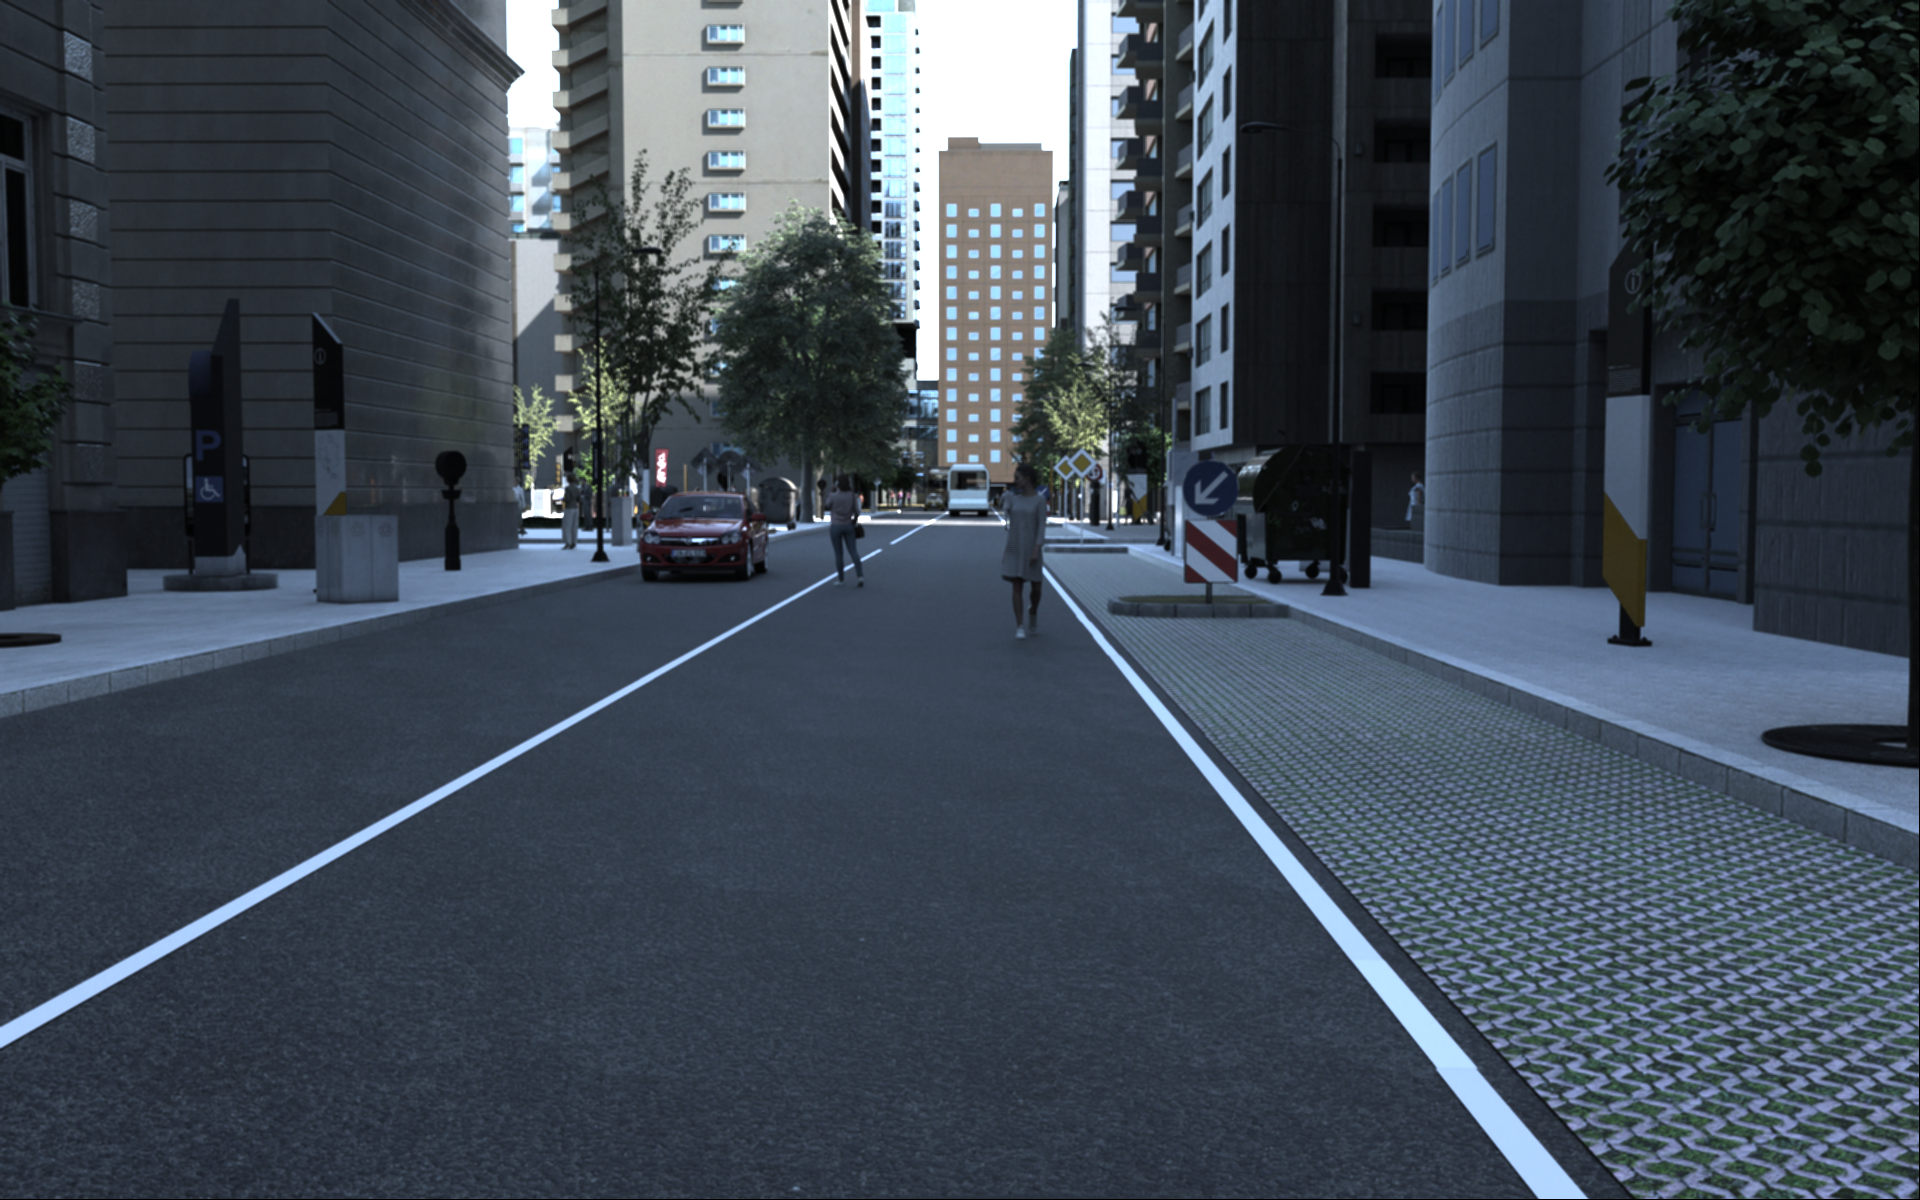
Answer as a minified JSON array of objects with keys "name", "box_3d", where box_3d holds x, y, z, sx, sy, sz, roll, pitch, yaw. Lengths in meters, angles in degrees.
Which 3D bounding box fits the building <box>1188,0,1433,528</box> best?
[{"name":"building","box_3d":[15.569,-17.529,58.299,14.107,30.474,14.160,0,4,1]}]

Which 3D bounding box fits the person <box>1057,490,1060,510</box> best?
[{"name":"person","box_3d":[8.116,-8.184,140.580,0.721,1.736,1.217,-1,4,-23]}]

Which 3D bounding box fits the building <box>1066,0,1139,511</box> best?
[{"name":"building","box_3d":[19.903,-36.589,140.223,21.231,58.520,28.212,0,4,1]}]

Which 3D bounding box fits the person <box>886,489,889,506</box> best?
[{"name":"person","box_3d":[-7.604,-10.750,181.943,0.705,1.807,1.348,0,4,6]}]

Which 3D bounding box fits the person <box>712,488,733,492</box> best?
[{"name":"person","box_3d":[-7.570,-2.968,54.929,0.716,1.782,0.532,1,4,22]}]

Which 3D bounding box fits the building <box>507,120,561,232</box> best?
[{"name":"building","box_3d":[-48.824,-36.995,224.479,30.456,49.044,23.786,0,4,1]}]

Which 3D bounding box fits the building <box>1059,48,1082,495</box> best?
[{"name":"building","box_3d":[17.050,-29.294,162.551,14.154,41.232,14.086,0,4,1]}]

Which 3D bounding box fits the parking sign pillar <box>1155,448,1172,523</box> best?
[{"name":"parking sign pillar","box_3d":[9.581,-5.495,78.311,1.447,3.967,1.447,0,4,7]}]

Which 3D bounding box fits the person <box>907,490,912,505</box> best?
[{"name":"person","box_3d":[-5.897,-11.655,197.287,0.721,1.739,1.217,3,4,39]}]

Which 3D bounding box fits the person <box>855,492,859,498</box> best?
[{"name":"person","box_3d":[-8.586,-8.140,142.326,0.628,1.438,0.799,-1,4,-21]}]

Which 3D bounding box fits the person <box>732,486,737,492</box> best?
[{"name":"person","box_3d":[-13.986,-6.151,106.785,0.473,1.802,0.592,1,4,9]}]

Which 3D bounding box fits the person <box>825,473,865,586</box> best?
[{"name":"person","box_3d":[-1.748,-1.090,26.917,0.593,1.750,0.643,-1,4,-21]}]

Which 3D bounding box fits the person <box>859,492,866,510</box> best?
[{"name":"person","box_3d":[-7.865,-7.909,138.614,0.557,1.426,1.065,2,4,26]}]

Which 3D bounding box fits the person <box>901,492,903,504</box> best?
[{"name":"person","box_3d":[-6.768,-12.092,206.067,0.599,1.838,0.709,3,4,38]}]

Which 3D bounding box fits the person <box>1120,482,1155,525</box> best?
[{"name":"person","box_3d":[7.273,-3.970,71.173,1.509,1.804,0.699,0,4,-8]}]

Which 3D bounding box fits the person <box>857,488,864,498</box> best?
[{"name":"person","box_3d":[-8.544,-8.683,148.097,0.705,1.814,1.350,1,4,20]}]

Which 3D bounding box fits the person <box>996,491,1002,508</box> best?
[{"name":"person","box_3d":[3.847,-9.428,163.359,1.217,1.735,0.721,1,4,10]}]

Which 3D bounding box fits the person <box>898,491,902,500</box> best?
[{"name":"person","box_3d":[-6.734,-11.514,194.972,1.217,1.739,0.721,-1,4,-20]}]

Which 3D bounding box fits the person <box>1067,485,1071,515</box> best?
[{"name":"person","box_3d":[6.760,-6.262,108.340,0.656,1.842,0.836,0,4,3]}]

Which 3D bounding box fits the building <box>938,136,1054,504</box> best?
[{"name":"building","box_3d":[4.451,-34.845,219.829,14.200,45.320,14.600,0,4,1]}]

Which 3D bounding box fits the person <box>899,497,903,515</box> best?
[{"name":"person","box_3d":[-4.132,-6.617,121.369,0.352,1.250,0.332,0,4,7]}]

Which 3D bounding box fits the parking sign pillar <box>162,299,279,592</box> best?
[{"name":"parking sign pillar","box_3d":[-10.003,-2.132,23.338,1.447,3.967,1.447,-1,4,-13]}]

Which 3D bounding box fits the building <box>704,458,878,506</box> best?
[{"name":"building","box_3d":[-22.833,-32.594,187.534,28.867,44.769,22.147,0,4,1]}]

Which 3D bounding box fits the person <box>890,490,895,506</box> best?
[{"name":"person","box_3d":[-7.488,-11.377,192.772,0.721,1.743,1.217,-2,4,-30]}]

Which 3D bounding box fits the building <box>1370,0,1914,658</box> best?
[{"name":"building","box_3d":[18.051,-29.500,24.323,21.231,58.520,28.212,0,4,1]}]

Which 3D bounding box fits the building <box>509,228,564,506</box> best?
[{"name":"building","box_3d":[-44.603,-25.716,192.165,14.107,30.474,14.160,0,4,1]}]

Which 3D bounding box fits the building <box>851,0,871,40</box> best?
[{"name":"building","box_3d":[-15.232,-30.879,154.978,14.600,45.320,14.200,0,4,1]}]

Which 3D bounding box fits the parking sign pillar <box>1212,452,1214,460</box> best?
[{"name":"parking sign pillar","box_3d":[11.885,-5.447,77.533,1.447,3.967,1.447,1,4,23]}]

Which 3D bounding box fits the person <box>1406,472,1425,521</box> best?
[{"name":"person","box_3d":[10.942,-2.153,41.344,0.778,1.811,0.616,2,4,28]}]

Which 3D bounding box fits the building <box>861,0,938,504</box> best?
[{"name":"building","box_3d":[-18.100,-55.665,222.800,31.000,86.520,22.319,0,4,1]}]

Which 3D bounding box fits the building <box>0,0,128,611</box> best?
[{"name":"building","box_3d":[-16.230,-12.943,8.877,12.463,27.353,25.104,0,4,1]}]

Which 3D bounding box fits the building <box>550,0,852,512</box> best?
[{"name":"building","box_3d":[-19.966,-31.363,136.488,21.300,48.544,21.600,0,4,1]}]

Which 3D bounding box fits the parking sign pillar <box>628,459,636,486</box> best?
[{"name":"parking sign pillar","box_3d":[-22.554,-8.115,121.158,1.447,3.967,1.447,0,4,2]}]

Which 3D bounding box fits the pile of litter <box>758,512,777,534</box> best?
[{"name":"pile of litter","box_3d":[-6.534,-2.598,56.450,1.176,0.858,1.719,0,4,-2]}]

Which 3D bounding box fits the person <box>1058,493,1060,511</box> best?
[{"name":"person","box_3d":[7.836,-7.703,132.443,0.683,1.767,0.568,0,4,4]}]

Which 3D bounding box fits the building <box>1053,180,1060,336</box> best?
[{"name":"building","box_3d":[19.050,-32.698,218.206,14.086,41.232,14.154,0,4,1]}]

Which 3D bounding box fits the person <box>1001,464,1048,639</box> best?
[{"name":"person","box_3d":[0.647,-0.497,17.373,0.466,1.731,0.760,0,4,3]}]

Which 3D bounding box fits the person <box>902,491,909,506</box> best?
[{"name":"person","box_3d":[-5.862,-11.057,187.356,0.750,1.759,0.617,-1,4,-13]}]

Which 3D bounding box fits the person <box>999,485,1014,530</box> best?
[{"name":"person","box_3d":[1.910,-3.697,69.212,0.678,1.792,0.850,0,4,-1]}]

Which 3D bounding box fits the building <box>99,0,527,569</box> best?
[{"name":"building","box_3d":[-22.601,-14.514,34.575,25.104,27.353,12.463,0,4,1]}]

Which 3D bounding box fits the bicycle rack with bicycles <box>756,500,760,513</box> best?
[{"name":"bicycle rack with bicycles","box_3d":[-14.035,-6.228,115.206,2.852,0.926,2.925,2,4,24]}]

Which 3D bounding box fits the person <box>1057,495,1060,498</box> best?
[{"name":"person","box_3d":[8.060,-7.824,134.671,1.217,1.736,0.721,2,4,31]}]

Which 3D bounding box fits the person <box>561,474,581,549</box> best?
[{"name":"person","box_3d":[-9.084,-2.064,40.336,0.362,1.759,0.519,2,4,31]}]

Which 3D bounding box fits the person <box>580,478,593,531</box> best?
[{"name":"person","box_3d":[-12.953,-3.308,59.942,0.447,1.846,0.655,-3,4,-36]}]

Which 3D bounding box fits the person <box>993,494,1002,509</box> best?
[{"name":"person","box_3d":[3.529,-9.206,162.206,0.799,1.438,0.628,-2,4,-27]}]

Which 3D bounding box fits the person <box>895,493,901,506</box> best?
[{"name":"person","box_3d":[-6.863,-11.017,189.390,0.991,1.433,0.599,1,4,21]}]

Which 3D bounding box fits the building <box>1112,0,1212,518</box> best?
[{"name":"building","box_3d":[20.338,-27.127,98.153,22.147,44.769,28.867,0,4,1]}]

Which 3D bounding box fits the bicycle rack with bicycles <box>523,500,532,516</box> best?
[{"name":"bicycle rack with bicycles","box_3d":[-27.066,-5.558,104.249,2.852,0.926,2.925,0,3,0]}]

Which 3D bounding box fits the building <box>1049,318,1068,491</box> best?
[{"name":"building","box_3d":[23.882,-20.764,184.524,27.650,21.520,28.899,0,4,1]}]

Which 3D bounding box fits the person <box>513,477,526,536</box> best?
[{"name":"person","box_3d":[-13.267,-2.793,51.926,0.478,1.798,0.641,2,4,31]}]
